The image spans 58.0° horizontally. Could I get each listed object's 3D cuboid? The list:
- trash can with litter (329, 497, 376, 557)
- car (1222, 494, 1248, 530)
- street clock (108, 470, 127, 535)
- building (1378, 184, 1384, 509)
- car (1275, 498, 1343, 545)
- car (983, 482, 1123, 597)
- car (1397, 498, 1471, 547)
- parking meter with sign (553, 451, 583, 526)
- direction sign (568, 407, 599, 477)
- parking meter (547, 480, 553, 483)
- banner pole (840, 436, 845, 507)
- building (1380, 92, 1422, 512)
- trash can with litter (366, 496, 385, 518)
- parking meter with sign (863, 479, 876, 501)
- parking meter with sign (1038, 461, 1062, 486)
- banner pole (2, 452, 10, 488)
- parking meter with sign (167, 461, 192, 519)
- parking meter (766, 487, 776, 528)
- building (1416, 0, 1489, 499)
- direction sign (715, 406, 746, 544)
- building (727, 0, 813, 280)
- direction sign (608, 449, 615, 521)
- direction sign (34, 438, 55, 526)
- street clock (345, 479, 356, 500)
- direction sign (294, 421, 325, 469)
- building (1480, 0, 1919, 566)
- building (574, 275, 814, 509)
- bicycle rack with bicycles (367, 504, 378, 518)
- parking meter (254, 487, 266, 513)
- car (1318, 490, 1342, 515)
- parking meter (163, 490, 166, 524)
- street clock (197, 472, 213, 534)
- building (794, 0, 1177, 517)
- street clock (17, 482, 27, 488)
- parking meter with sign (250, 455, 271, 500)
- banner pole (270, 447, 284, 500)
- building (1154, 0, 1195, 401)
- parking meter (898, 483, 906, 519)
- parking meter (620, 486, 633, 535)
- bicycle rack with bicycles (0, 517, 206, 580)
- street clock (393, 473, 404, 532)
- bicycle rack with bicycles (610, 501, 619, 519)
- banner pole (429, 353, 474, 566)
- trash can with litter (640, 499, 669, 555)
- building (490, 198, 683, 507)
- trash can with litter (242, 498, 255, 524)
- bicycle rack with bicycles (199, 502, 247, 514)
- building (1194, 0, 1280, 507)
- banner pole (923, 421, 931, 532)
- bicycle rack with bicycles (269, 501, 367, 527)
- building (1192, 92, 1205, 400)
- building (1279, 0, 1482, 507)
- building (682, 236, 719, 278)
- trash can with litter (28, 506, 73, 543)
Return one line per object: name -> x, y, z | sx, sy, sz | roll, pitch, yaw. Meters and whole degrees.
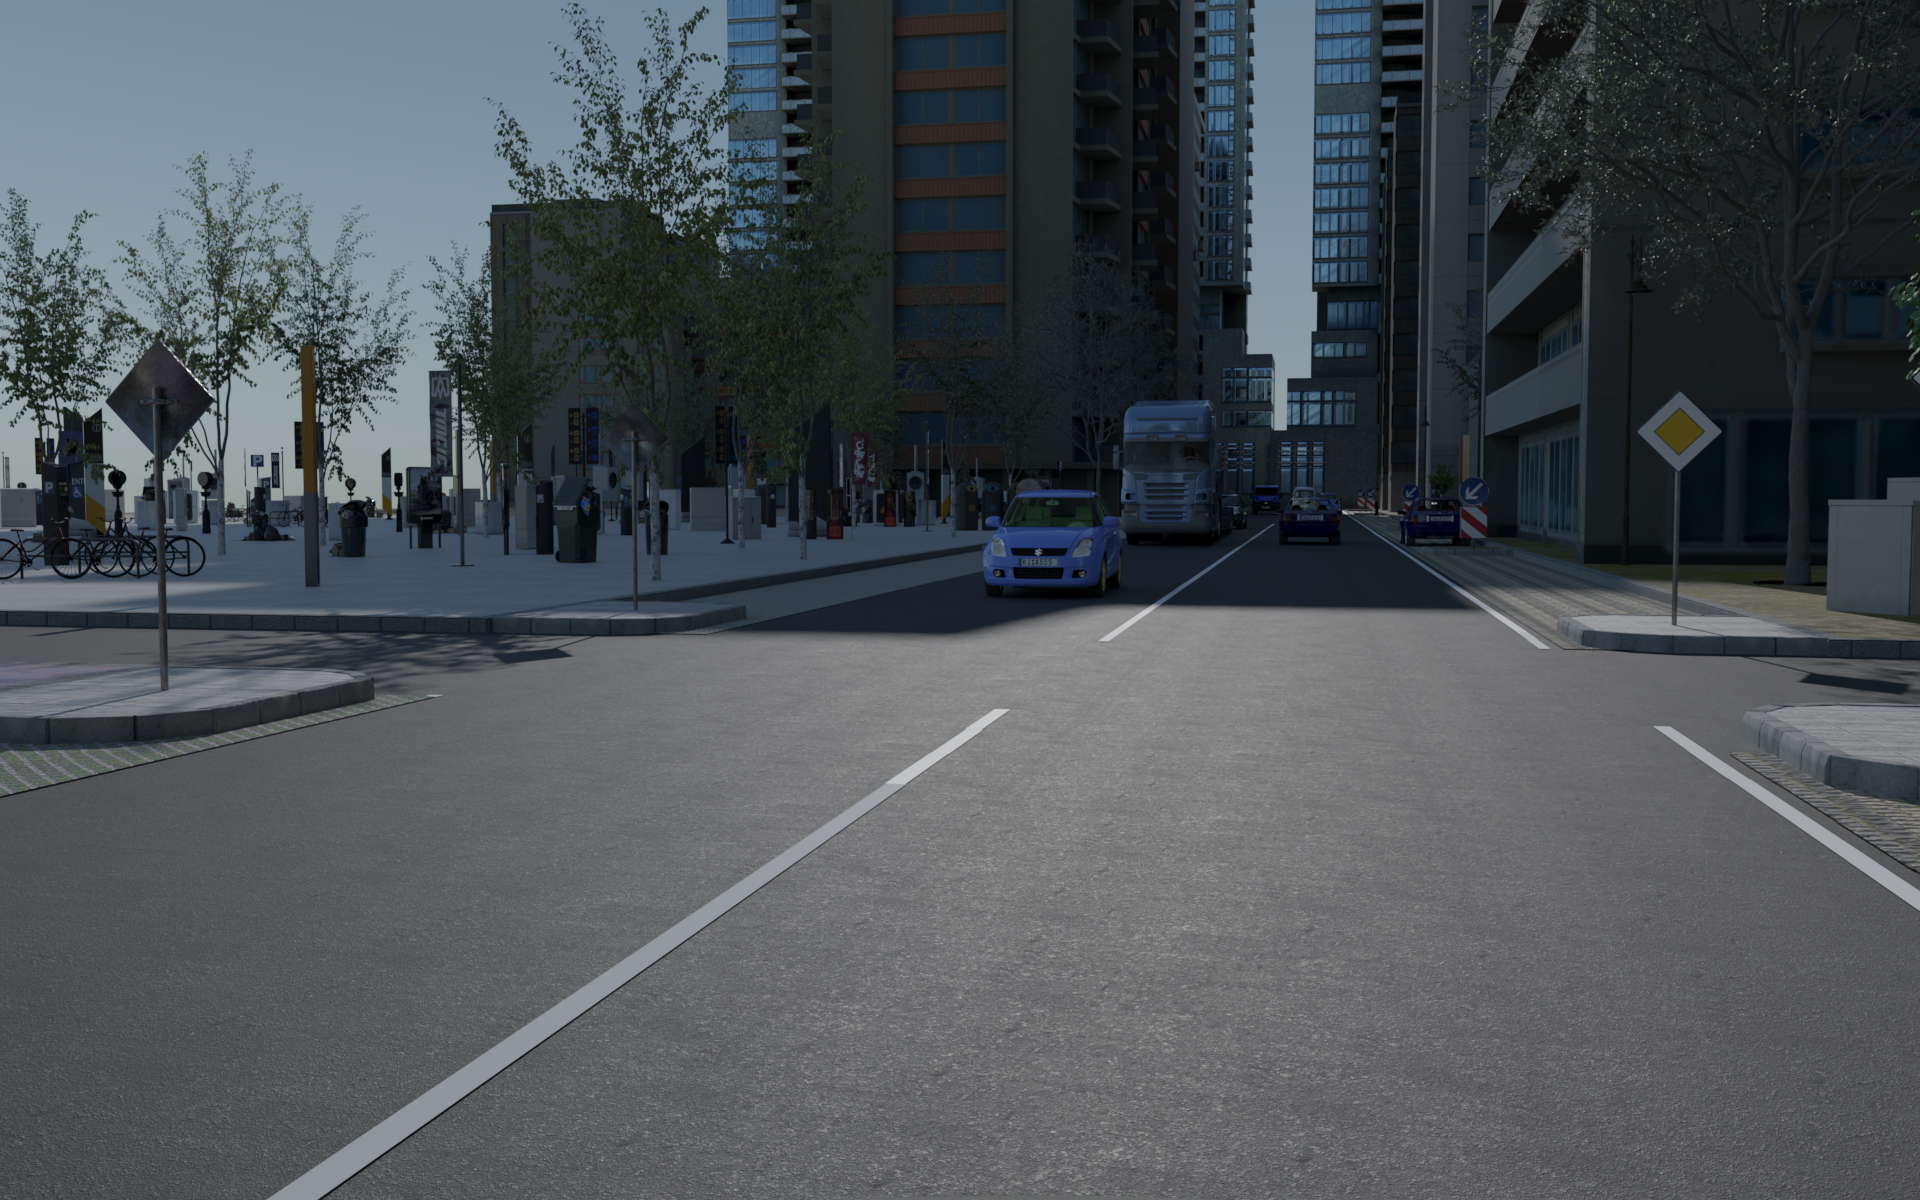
trash can with litter -> -12.555, -1.467, 35.372 | 1.055, 1.170, 0.624 | 3, 5, 41
car -> 10.879, -3.767, 71.372 | 2.009, 1.686, 4.222 | 1, 4, 14
street clock -> -25.521, -2.931, 52.491 | 0.358, 2.002, 0.471 | 3, 4, 37
building -> 41.796, -22.645, 141.947 | 14.160, 30.474, 14.107 | 1, 4, 12
car -> 10.175, -2.319, 50.500 | 1.945, 1.354, 3.894 | 1, 4, 10
car -> 1.400, -0.961, 25.310 | 1.945, 1.707, 3.694 | 1, 4, 11
car -> 13.231, -2.186, 48.321 | 1.945, 1.354, 3.894 | 1, 4, 11
parking meter with sign -> -16.078, -4.538, 70.451 | 1.738, 3.016, 0.543 | 3, 5, 42
direction sign -> -9.869, -3.270, 45.465 | 0.876, 3.537, 0.379 | 1, 4, 18
parking meter -> -17.237, -4.106, 72.848 | 0.255, 1.863, 0.399 | -1, 4, -14
banner pole -> -5.071, -5.177, 74.668 | 0.401, 3.779, 0.863 | -1, 4, -19
building -> 38.699, -21.718, 126.794 | 14.160, 30.474, 14.107 | 1, 4, 12
trash can with litter -> -31.441, -4.995, 93.059 | 1.055, 1.170, 0.624 | 0, 4, 2
parking meter with sign -> -4.705, -5.766, 90.535 | 1.738, 3.016, 0.543 | 0, 4, 0
parking meter with sign -> 4.466, -5.803, 91.135 | 1.738, 3.016, 0.543 | 1, 4, 21
banner pole -> -56.490, -6.884, 102.576 | 0.863, 3.779, 0.401 | 2, 4, 31
parking meter with sign -> -41.006, -5.757, 90.380 | 1.738, 3.016, 0.543 | -2, 4, -30
parking meter -> -7.239, -3.549, 66.431 | 0.372, 1.533, 0.369 | 0, 3, 0
building -> 38.663, -34.376, 104.044 | 21.231, 58.520, 28.212 | 1, 4, 12
direction sign -> -6.020, -3.224, 44.706 | 0.379, 3.537, 0.876 | 2, 4, 32
building -> -12.745, -53.816, 192.568 | 31.000, 86.520, 22.319 | 1, 4, 12
direction sign -> -16.410, -5.472, 81.468 | 0.379, 3.537, 0.876 | 0, 4, -1
direction sign -> -36.836, -4.758, 69.786 | 0.379, 3.537, 0.876 | 2, 4, 24
street clock -> -28.074, -4.603, 79.826 | 0.471, 2.002, 0.358 | 1, 4, 20
direction sign -> -20.301, -3.799, 54.109 | 0.876, 3.537, 0.379 | -2, 4, -29
building -> 24.002, -25.367, 38.447 | 21.300, 48.544, 21.600 | 1, 4, 12
building -> -16.703, -19.396, 162.165 | 28.899, 21.520, 27.650 | 1, 4, 12
bicycle rack with bicycles -> -27.162, -3.763, 74.908 | 2.925, 0.926, 2.852 | 0, 4, 3
parking meter -> -34.885, -4.761, 86.249 | 0.372, 1.533, 0.369 | 0, 3, 0
car -> 25.898, -6.870, 121.920 | 1.945, 1.707, 3.694 | 1, 4, 13
parking meter -> -33.909, -3.982, 73.516 | 0.372, 1.533, 0.369 | 0, 3, 0
street clock -> -24.419, -3.150, 56.080 | 0.471, 2.002, 0.358 | 2, 4, 25
building -> 1.876, -27.779, 108.805 | 22.147, 44.769, 28.867 | 1, 4, 12
street clock -> -56.660, -6.122, 104.658 | 0.471, 2.002, 0.358 | 0, 4, -6
parking meter with sign -> -30.539, -4.873, 75.942 | 0.543, 3.016, 1.738 | -3, 4, -38
banner pole -> -36.055, -6.217, 91.667 | 0.401, 3.779, 0.863 | 3, 5, 44
building -> 9.982, -29.317, 129.443 | 14.600, 45.320, 14.200 | 1, 4, 12
parking meter -> -3.004, -5.124, 89.489 | 0.399, 1.863, 0.255 | 0, 4, 5
parking meter -> -10.365, -2.777, 53.818 | 0.372, 1.533, 0.369 | 0, 3, 0
bicycle rack with bicycles -> -13.187, -0.832, 26.980 | 2.925, 0.926, 2.852 | 0, 4, 1
street clock -> -18.937, -3.295, 58.448 | 0.358, 2.002, 0.471 | -1, 4, -9
bicycle rack with bicycles -> -17.555, -4.389, 85.139 | 2.852, 0.926, 2.925 | -1, 4, -17
banner pole -> -9.087, -2.496, 30.829 | 0.863, 3.779, 0.401 | 1, 4, 18
trash can with litter -> -6.496, -1.553, 36.785 | 0.624, 1.170, 1.055 | -1, 4, -12
building -> -37.312, -24.563, 173.312 | 14.107, 30.474, 14.160 | 1, 4, 12
trash can with litter -> -30.566, -3.872, 74.696 | 1.055, 1.170, 0.624 | 2, 4, 31
bicycle rack with bicycles -> -34.210, -4.103, 80.467 | 2.925, 0.926, 2.852 | 0, 4, -4
building -> 18.325, -53.416, 186.030 | 31.000, 86.520, 22.319 | 1, 4, 12
banner pole -> -1.099, -4.228, 59.140 | 0.401, 3.779, 0.863 | 0, 4, -6
bicycle rack with bicycles -> -25.321, -3.305, 67.412 | 2.852, 0.926, 2.925 | 1, 4, 16
building -> 9.204, -28.247, 153.724 | 23.993, 40.220, 32.217 | 1, 4, 12
building -> 48.702, -53.039, 179.854 | 31.000, 86.520, 22.319 | 1, 4, 12
building -> -35.723, -25.860, 194.515 | 14.107, 30.474, 14.160 | 1, 4, 12
trash can with litter -> -24.149, -2.114, 45.948 | 1.055, 1.170, 0.624 | -3, 5, -41
